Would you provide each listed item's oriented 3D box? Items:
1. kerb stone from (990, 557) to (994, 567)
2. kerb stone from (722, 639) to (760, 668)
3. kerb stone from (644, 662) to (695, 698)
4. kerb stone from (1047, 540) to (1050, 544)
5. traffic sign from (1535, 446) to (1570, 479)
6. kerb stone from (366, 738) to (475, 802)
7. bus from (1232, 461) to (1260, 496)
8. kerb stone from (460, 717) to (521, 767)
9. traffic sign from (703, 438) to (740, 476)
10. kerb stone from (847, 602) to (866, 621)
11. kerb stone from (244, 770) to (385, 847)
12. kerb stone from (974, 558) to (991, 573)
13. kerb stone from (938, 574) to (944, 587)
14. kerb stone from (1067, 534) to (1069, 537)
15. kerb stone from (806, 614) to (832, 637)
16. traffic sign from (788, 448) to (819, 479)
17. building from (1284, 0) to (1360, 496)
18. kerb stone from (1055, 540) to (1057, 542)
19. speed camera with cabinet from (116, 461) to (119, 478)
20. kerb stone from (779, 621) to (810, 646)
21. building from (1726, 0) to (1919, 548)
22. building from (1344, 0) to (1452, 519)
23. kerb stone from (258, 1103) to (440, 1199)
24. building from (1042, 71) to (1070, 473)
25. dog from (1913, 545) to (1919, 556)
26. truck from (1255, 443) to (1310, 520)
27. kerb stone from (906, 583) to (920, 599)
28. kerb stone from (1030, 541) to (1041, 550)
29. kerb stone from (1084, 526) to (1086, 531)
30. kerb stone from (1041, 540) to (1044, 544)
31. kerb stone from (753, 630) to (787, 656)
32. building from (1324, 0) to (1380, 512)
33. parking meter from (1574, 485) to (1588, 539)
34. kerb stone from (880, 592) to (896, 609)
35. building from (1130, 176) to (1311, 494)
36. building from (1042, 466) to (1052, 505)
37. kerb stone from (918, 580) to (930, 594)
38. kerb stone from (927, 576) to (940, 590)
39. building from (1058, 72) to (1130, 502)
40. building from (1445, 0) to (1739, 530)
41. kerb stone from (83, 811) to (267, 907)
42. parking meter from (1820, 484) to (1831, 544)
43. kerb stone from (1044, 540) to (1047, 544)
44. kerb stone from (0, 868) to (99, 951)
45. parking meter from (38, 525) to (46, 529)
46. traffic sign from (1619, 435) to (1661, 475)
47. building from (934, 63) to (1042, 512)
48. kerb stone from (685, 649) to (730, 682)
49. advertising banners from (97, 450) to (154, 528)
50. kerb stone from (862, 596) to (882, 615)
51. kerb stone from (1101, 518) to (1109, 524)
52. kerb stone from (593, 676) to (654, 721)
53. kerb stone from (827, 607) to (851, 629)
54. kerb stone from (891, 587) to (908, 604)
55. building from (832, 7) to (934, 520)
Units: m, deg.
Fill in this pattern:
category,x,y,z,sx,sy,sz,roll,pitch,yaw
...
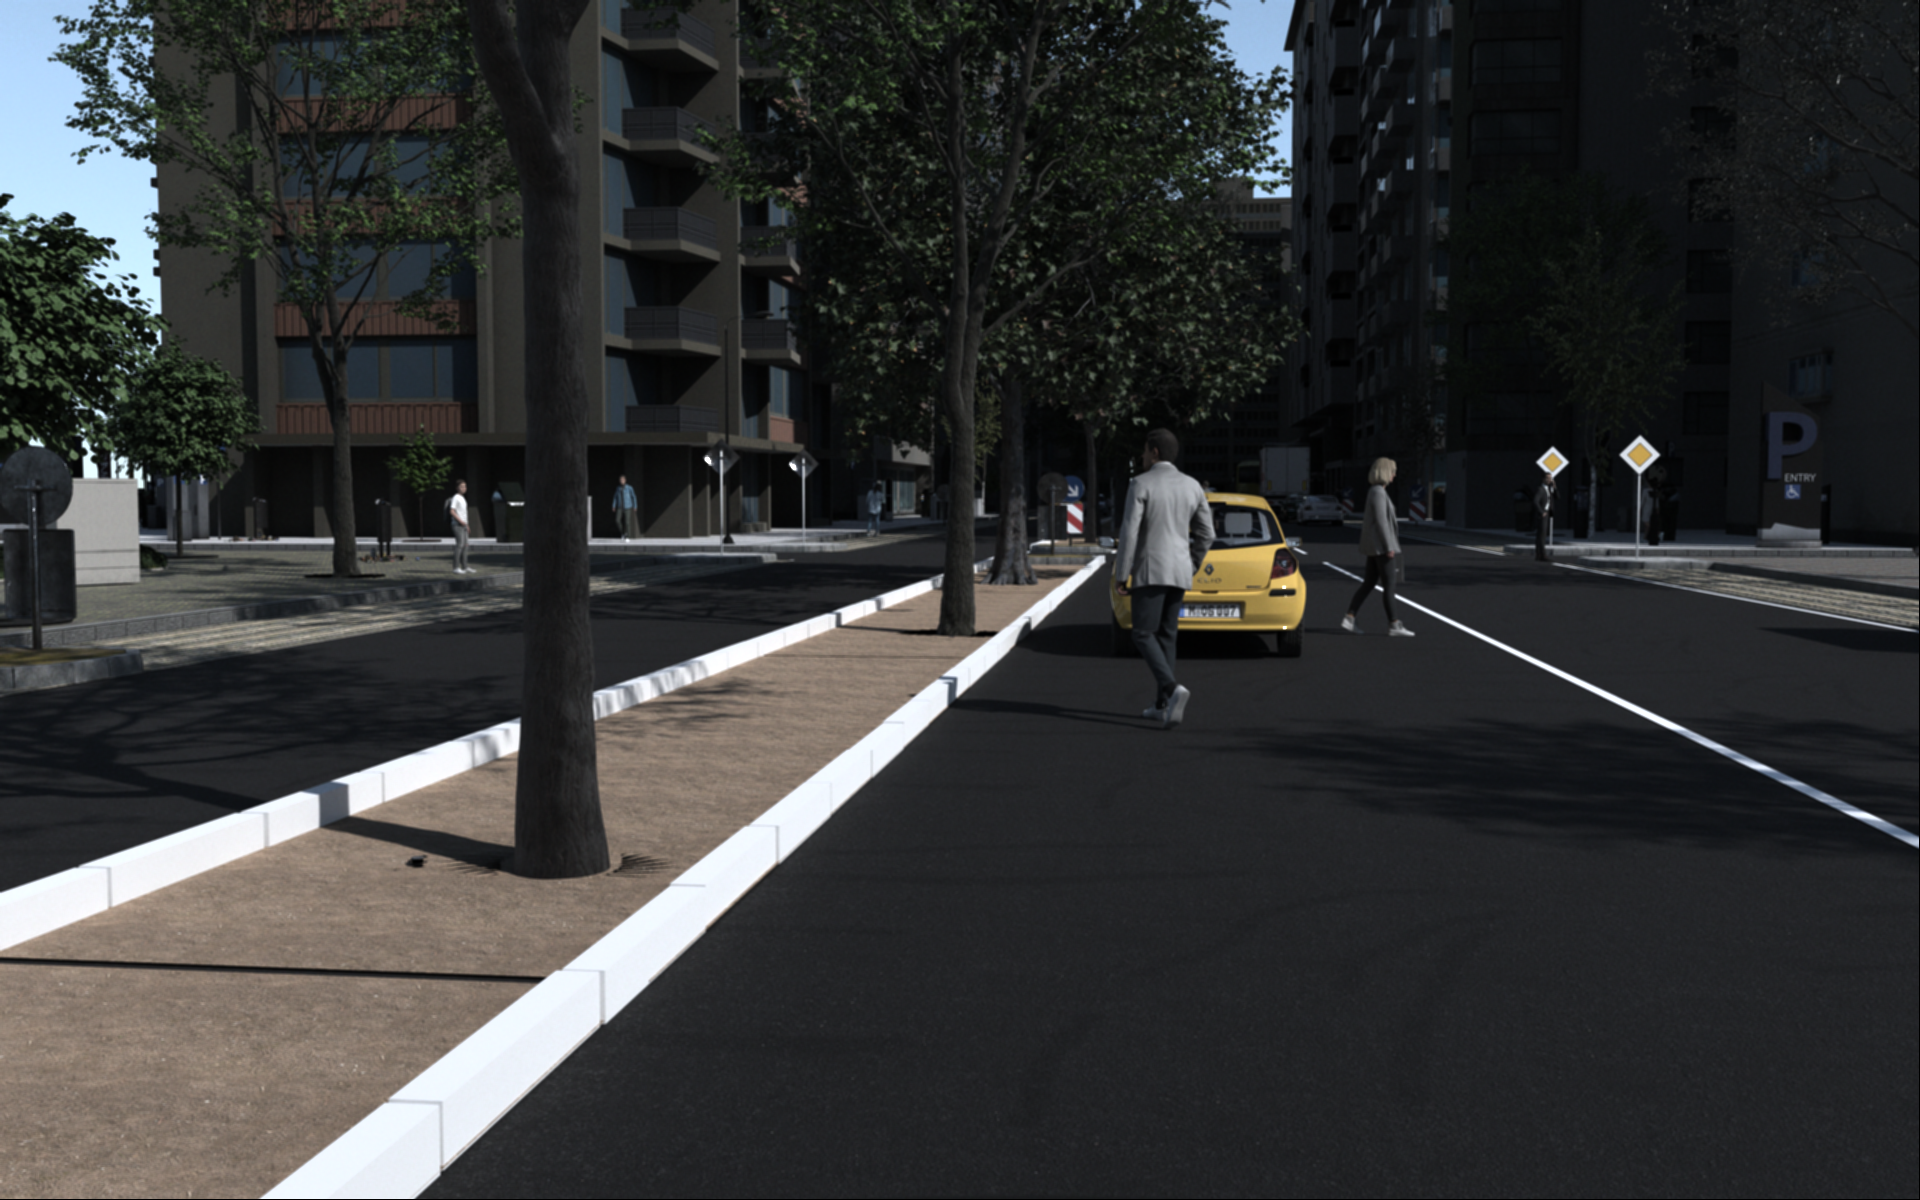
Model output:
category,x,y,z,sx,sy,sz,roll,pitch,yaw
kerb stone,0.565,-0.717,33.911,0.120,0.150,1.000,0,4,7
kerb stone,-1.885,0.464,14.604,0.120,0.150,1.000,0,4,7
kerb stone,-2.139,0.591,12.561,0.120,0.150,1.000,0,4,7
kerb stone,2.301,-1.557,47.656,0.120,0.150,1.000,0,4,7
traffic sign,14.338,-2.429,41.899,0.795,2.593,0.064,0,4,7
kerb stone,-2.653,0.838,8.497,0.120,0.150,1.000,0,4,7
bus,21.392,-8.252,126.463,2.896,3.916,12.252,1,4,8
kerb stone,-2.524,0.776,9.515,0.120,0.150,1.000,0,4,7
traffic sign,-5.010,-2.087,36.309,0.795,2.593,0.064,0,4,7
kerb stone,-1.242,0.154,19.684,0.120,0.150,1.000,0,4,7
kerb stone,-2.782,0.900,7.483,0.120,0.150,1.000,0,4,7
kerb stone,0.429,-0.653,32.899,0.120,0.150,1.000,0,4,7
kerb stone,-0.340,-0.281,26.789,0.120,0.150,1.000,0,4,7
kerb stone,3.324,-2.054,55.785,0.120,0.150,1.000,0,4,7
kerb stone,-1.491,0.278,17.655,0.120,0.150,1.000,0,4,7
traffic sign,-4.008,-2.571,44.232,0.795,2.593,0.064,0,4,7
building,47.945,-35.859,175.528,28.713,52.752,27.495,0,4,7
kerb stone,2.678,-1.739,50.705,0.120,0.150,1.000,0,4,7
speed camera with cabinet,-50.987,-6.709,104.021,0.660,3.252,2.038,1,4,20
kerb stone,-1.627,0.340,16.635,0.120,0.150,1.000,0,4,7
building,34.320,-25.963,48.196,21.600,48.544,21.300,0,4,7
building,35.135,-29.321,99.003,23.786,49.044,30.456,0,4,7
kerb stone,-1.215,1.165,3.152,0.120,0.150,1.000,0,4,7
building,-3.747,-34.506,183.784,30.456,49.044,23.786,0,4,7
dog,12.240,-0.293,21.635,0.513,0.831,0.800,1,4,20
truck,18.726,-6.834,100.657,2.839,4.237,11.283,0,4,8
kerb stone,-0.723,-0.095,23.744,0.120,0.150,1.000,0,4,7
kerb stone,1.910,-1.370,44.600,0.120,0.150,1.000,0,4,7
kerb stone,5.256,-2.984,71.025,0.120,0.150,1.000,0,4,7
kerb stone,2.041,-1.427,45.620,0.120,0.150,1.000,0,4,7
kerb stone,-1.756,0.404,15.618,0.120,0.150,1.000,0,4,7
building,37.768,-41.931,123.820,20.563,71.187,20.611,0,4,7
parking meter,17.928,-2.544,50.000,0.372,1.533,0.369,0,3,0
kerb stone,-0.980,0.029,21.716,0.120,0.150,1.000,0,4,7
building,33.397,-31.985,214.831,23.993,40.220,32.217,0,4,7
building,-2.101,-43.966,157.090,20.563,71.187,20.611,0,4,7
kerb stone,-0.595,-0.157,24.761,0.120,0.150,1.000,0,4,7
kerb stone,-0.469,-0.216,25.775,0.120,0.150,1.000,0,4,7
building,7.253,-38.374,216.650,27.495,52.752,28.713,0,4,7
building,26.326,-18.149,68.435,14.160,30.474,14.107,0,4,7
kerb stone,-2.917,0.962,6.465,0.120,0.150,1.000,0,4,7
parking meter,22.063,-2.197,44.328,0.372,1.533,0.369,0,3,0
kerb stone,2.168,-1.495,46.636,0.120,0.150,1.000,0,4,7
kerb stone,-3.043,1.024,5.446,0.120,0.150,1.000,0,4,7
parking meter,-28.779,-2.972,54.299,0.399,1.863,0.255,-3,4,-36
traffic sign,13.336,-1.944,33.977,0.795,2.593,0.064,0,4,7
building,-5.211,-36.166,133.310,21.231,58.520,28.212,0,4,7
kerb stone,-2.010,0.527,13.578,0.120,0.150,1.000,0,4,7
advertising banners,-31.449,-4.230,65.350,2.074,3.025,0.090,-2,4,-35
kerb stone,-1.107,0.091,20.702,0.120,0.150,1.000,0,4,7
kerb stone,7.312,-3.982,87.304,0.120,0.150,1.000,0,4,7
kerb stone,-2.267,0.651,11.547,0.120,0.150,1.000,0,4,7
kerb stone,-1.359,0.216,18.668,0.120,0.150,1.000,0,4,7
kerb stone,-0.854,-0.033,22.730,0.120,0.150,1.000,0,4,7
building,-13.484,-28.848,95.371,21.300,48.544,21.600,0,4,7
